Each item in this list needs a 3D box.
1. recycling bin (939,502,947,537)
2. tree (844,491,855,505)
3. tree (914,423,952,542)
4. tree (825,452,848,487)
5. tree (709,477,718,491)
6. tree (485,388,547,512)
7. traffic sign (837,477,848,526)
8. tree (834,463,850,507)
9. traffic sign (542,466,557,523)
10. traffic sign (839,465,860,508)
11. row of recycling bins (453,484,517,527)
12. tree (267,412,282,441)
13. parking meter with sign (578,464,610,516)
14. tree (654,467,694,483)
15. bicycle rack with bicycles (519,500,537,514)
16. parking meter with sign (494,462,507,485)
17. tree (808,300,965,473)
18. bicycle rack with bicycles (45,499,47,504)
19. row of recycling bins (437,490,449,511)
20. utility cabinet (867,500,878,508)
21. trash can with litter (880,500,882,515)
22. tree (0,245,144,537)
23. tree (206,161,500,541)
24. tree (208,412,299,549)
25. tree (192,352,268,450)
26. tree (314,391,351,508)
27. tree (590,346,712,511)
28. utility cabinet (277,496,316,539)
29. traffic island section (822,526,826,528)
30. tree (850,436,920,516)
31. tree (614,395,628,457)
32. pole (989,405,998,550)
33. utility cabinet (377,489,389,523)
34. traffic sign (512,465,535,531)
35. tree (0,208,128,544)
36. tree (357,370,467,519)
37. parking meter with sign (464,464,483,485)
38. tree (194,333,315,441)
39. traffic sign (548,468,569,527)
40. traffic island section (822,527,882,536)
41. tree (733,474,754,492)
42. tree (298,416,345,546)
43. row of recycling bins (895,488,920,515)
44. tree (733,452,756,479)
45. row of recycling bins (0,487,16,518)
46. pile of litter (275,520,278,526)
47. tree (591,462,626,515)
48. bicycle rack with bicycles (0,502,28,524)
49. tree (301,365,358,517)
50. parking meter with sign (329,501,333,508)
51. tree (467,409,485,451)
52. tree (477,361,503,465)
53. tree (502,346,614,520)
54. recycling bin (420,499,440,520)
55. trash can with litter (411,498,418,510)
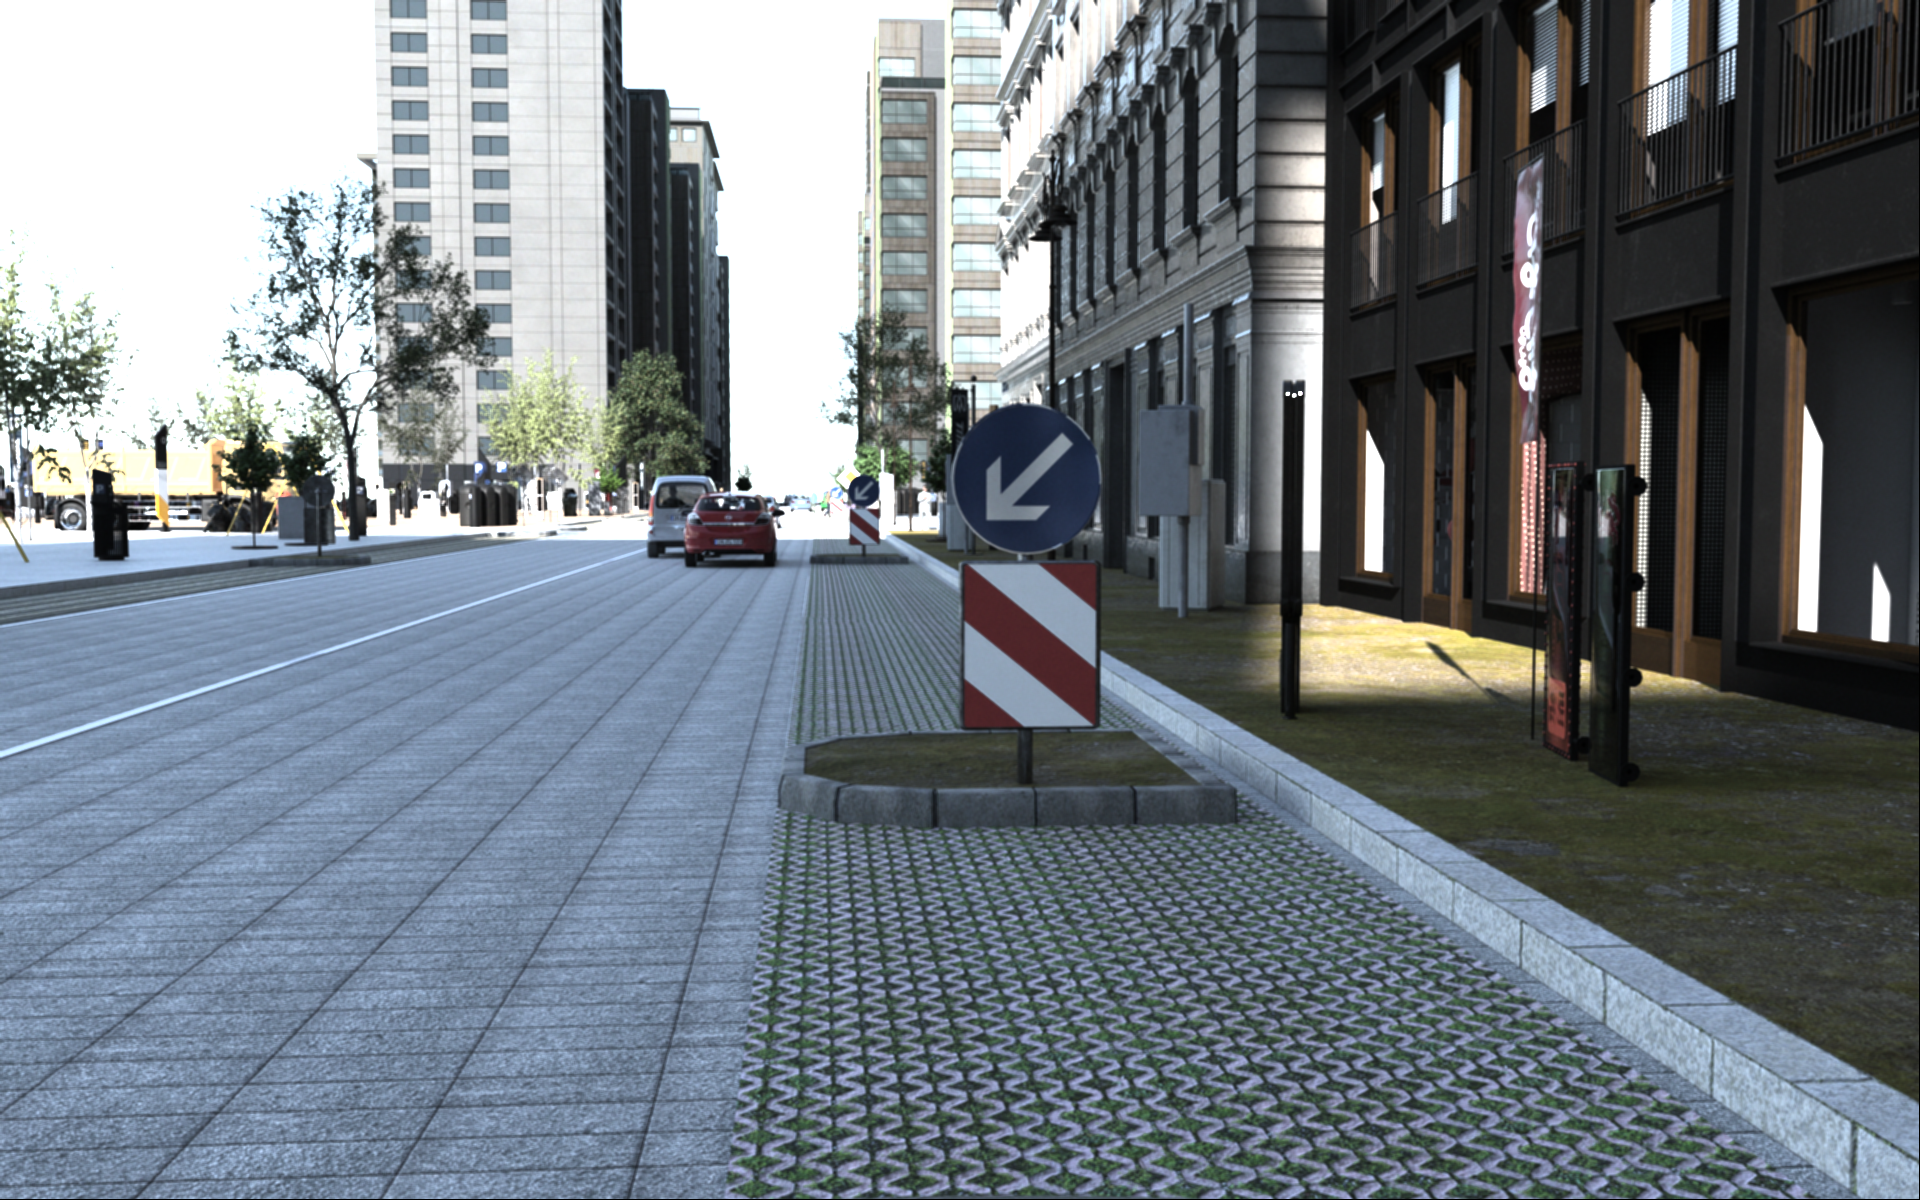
[{"bbox_3d":[-0.185,-2.426,52.215,0.722,1.027,0.722,2,4,24],"label":"recycling bin"},{"bbox_3d":[-16.251,-15.643,250.365,1.663,3.219,1.824,0,3,0],"label":"tree"},{"bbox_3d":[-0.203,-3.337,49.157,1.663,3.219,1.824,0,3,0],"label":"tree"},{"bbox_3d":[-20.754,-21.071,294.877,4.360,8.622,3.978,0,3,0],"label":"tree"},{"bbox_3d":[-28.296,-12.296,195.647,1.663,3.219,1.824,0,3,0],"label":"tree"},{"bbox_3d":[-31.852,-10.734,125.856,4.360,8.622,3.978,0,3,0],"label":"tree"},{"bbox_3d":[-4.463,-3.966,68.489,0.795,2.450,0.064,0,4,-5],"label":"traffic sign"},{"bbox_3d":[-11.275,-11.930,178.774,4.285,4.588,4.351,0,3,0],"label":"tree"},{"bbox_3d":[-18.364,-4.740,77.610,0.768,2.556,0.104,0,4,3],"label":"traffic sign"},{"bbox_3d":[-3.816,-3.479,60.530,0.795,2.450,0.064,0,4,-5],"label":"traffic sign"},{"bbox_3d":[-18.851,-3.812,69.445,1.069,1.692,3.534,1,4,16],"label":"row of recycling bins"},{"bbox_3d":[-48.849,-10.288,118.571,4.360,8.622,3.978,0,3,0],"label":"tree"},{"bbox_3d":[-21.127,-6.349,100.070,1.738,3.016,0.543,-1,4,-16],"label":"parking meter with sign"},{"bbox_3d":[-24.595,-10.122,149.205,4.285,4.588,4.351,0,3,0],"label":"tree"},{"bbox_3d":[-27.582,-5.855,109.113,2.852,0.926,2.925,-2,4,-24],"label":"bicycle rack with bicycles"},{"bbox_3d":[-25.304,-6.047,95.128,0.543,3.016,1.738,-2,4,-24],"label":"parking meter with sign"},{"bbox_3d":[-3.414,-9.056,82.473,8.767,10.594,7.601,2,4,25],"label":"tree"},{"bbox_3d":[-62.885,-6.472,119.192,2.852,0.926,2.925,-3,4,-39],"label":"bicycle rack with bicycles"},{"bbox_3d":[-40.106,-7.894,136.186,1.069,1.692,3.534,0,4,6],"label":"row of recycling bins"},{"bbox_3d":[-4.533,-4.995,90.345,0.318,1.500,1.173,-1,4,-17],"label":"utility cabinet"},{"bbox_3d":[-4.778,-5.651,103.787,1.055,1.170,0.624,0,4,5],"label":"trash can with litter"},{"bbox_3d":[-25.824,-6.146,50.847,4.360,8.622,3.978,0,3,0],"label":"tree"},{"bbox_3d":[-16.742,-6.945,47.960,8.767,10.594,7.601,0,4,0],"label":"tree"},{"bbox_3d":[-16.681,-2.826,40.806,1.663,3.219,1.824,0,3,0],"label":"tree"},{"bbox_3d":[-38.865,-8.482,89.050,4.360,8.622,3.978,0,3,0],"label":"tree"},{"bbox_3d":[-38.550,-9.358,103.362,4.737,8.622,4.395,0,3,0],"label":"tree"},{"bbox_3d":[-24.047,-13.301,134.486,9.611,12.733,9.660,0,3,0],"label":"tree"},{"bbox_3d":[-19.069,-2.364,49.818,1.020,1.237,0.306,-2,4,-25],"label":"utility cabinet"},{"bbox_3d":[-4.441,-2.831,68.568,2.009,0.180,2.903,0,4,-5],"label":"traffic island section"},{"bbox_3d":[-4.000,-7.178,101.075,4.285,4.588,4.351,0,3,0],"label":"tree"},{"bbox_3d":[-26.029,-10.737,125.911,4.737,8.622,4.395,0,3,0],"label":"tree"},{"bbox_3d":[0.775,-2.807,39.742,0.158,3.312,0.155,0,3,0],"label":"pole"},{"bbox_3d":[-25.424,-4.143,76.413,0.318,1.500,1.173,-2,4,-30],"label":"utility cabinet"},{"bbox_3d":[-15.025,-3.425,59.642,0.795,2.450,0.064,0,4,-5],"label":"traffic sign"},{"bbox_3d":[-23.991,-5.748,44.340,4.737,8.622,4.395,0,3,0],"label":"tree"},{"bbox_3d":[-27.881,-8.439,88.344,4.360,8.622,3.978,0,3,0],"label":"tree"},{"bbox_3d":[-28.197,-6.335,99.842,1.738,3.016,0.543,3,5,43],"label":"parking meter with sign"},{"bbox_3d":[-32.254,-7.818,78.180,4.737,8.622,4.395,0,3,0],"label":"tree"},{"bbox_3d":[-15.672,-3.912,67.601,0.795,2.450,0.064,0,4,-5],"label":"traffic sign"},{"bbox_3d":[-3.793,-2.344,60.609,2.009,0.180,2.903,0,4,-5],"label":"traffic island section"},{"bbox_3d":[-35.497,-18.366,283.996,4.285,4.588,4.351,0,3,0],"label":"tree"},{"bbox_3d":[-16.259,-2.982,43.362,1.663,3.219,1.824,0,3,0],"label":"tree"},{"bbox_3d":[-3.482,-6.290,109.960,1.069,1.692,3.534,2,4,24],"label":"row of recycling bins"},{"bbox_3d":[-36.293,-20.917,292.351,4.360,8.622,3.978,0,3,0],"label":"tree"},{"bbox_3d":[-52.315,-5.391,95.256,1.069,1.692,3.534,1,4,13],"label":"row of recycling bins"},{"bbox_3d":[-28.729,-3.737,75.068,1.719,0.858,1.176,-2,4,-28],"label":"pile of litter"},{"bbox_3d":[-21.692,-6.763,105.177,1.663,3.219,1.824,0,3,0],"label":"tree"},{"bbox_3d":[-41.259,-3.634,72.794,2.925,0.926,2.852,1,4,9],"label":"bicycle rack with bicycles"},{"bbox_3d":[-35.510,-9.086,98.920,4.360,8.622,3.978,0,3,0],"label":"tree"},{"bbox_3d":[-40.069,-6.941,109.749,0.543,3.016,1.738,0,4,-6],"label":"parking meter with sign"},{"bbox_3d":[-38.803,-10.986,129.990,4.360,8.622,3.978,0,3,0],"label":"tree"},{"bbox_3d":[-23.304,-8.655,91.867,4.737,8.622,4.395,0,3,0],"label":"tree"},{"bbox_3d":[-19.885,-8.297,86.022,4.737,8.622,4.395,0,3,0],"label":"tree"},{"bbox_3d":[-26.268,-4.485,85.878,0.722,1.027,0.722,-3,5,-43],"label":"recycling bin"},{"bbox_3d":[-44.504,-7.912,140.743,1.055,1.170,0.624,-1,4,-10],"label":"trash can with litter"}]
